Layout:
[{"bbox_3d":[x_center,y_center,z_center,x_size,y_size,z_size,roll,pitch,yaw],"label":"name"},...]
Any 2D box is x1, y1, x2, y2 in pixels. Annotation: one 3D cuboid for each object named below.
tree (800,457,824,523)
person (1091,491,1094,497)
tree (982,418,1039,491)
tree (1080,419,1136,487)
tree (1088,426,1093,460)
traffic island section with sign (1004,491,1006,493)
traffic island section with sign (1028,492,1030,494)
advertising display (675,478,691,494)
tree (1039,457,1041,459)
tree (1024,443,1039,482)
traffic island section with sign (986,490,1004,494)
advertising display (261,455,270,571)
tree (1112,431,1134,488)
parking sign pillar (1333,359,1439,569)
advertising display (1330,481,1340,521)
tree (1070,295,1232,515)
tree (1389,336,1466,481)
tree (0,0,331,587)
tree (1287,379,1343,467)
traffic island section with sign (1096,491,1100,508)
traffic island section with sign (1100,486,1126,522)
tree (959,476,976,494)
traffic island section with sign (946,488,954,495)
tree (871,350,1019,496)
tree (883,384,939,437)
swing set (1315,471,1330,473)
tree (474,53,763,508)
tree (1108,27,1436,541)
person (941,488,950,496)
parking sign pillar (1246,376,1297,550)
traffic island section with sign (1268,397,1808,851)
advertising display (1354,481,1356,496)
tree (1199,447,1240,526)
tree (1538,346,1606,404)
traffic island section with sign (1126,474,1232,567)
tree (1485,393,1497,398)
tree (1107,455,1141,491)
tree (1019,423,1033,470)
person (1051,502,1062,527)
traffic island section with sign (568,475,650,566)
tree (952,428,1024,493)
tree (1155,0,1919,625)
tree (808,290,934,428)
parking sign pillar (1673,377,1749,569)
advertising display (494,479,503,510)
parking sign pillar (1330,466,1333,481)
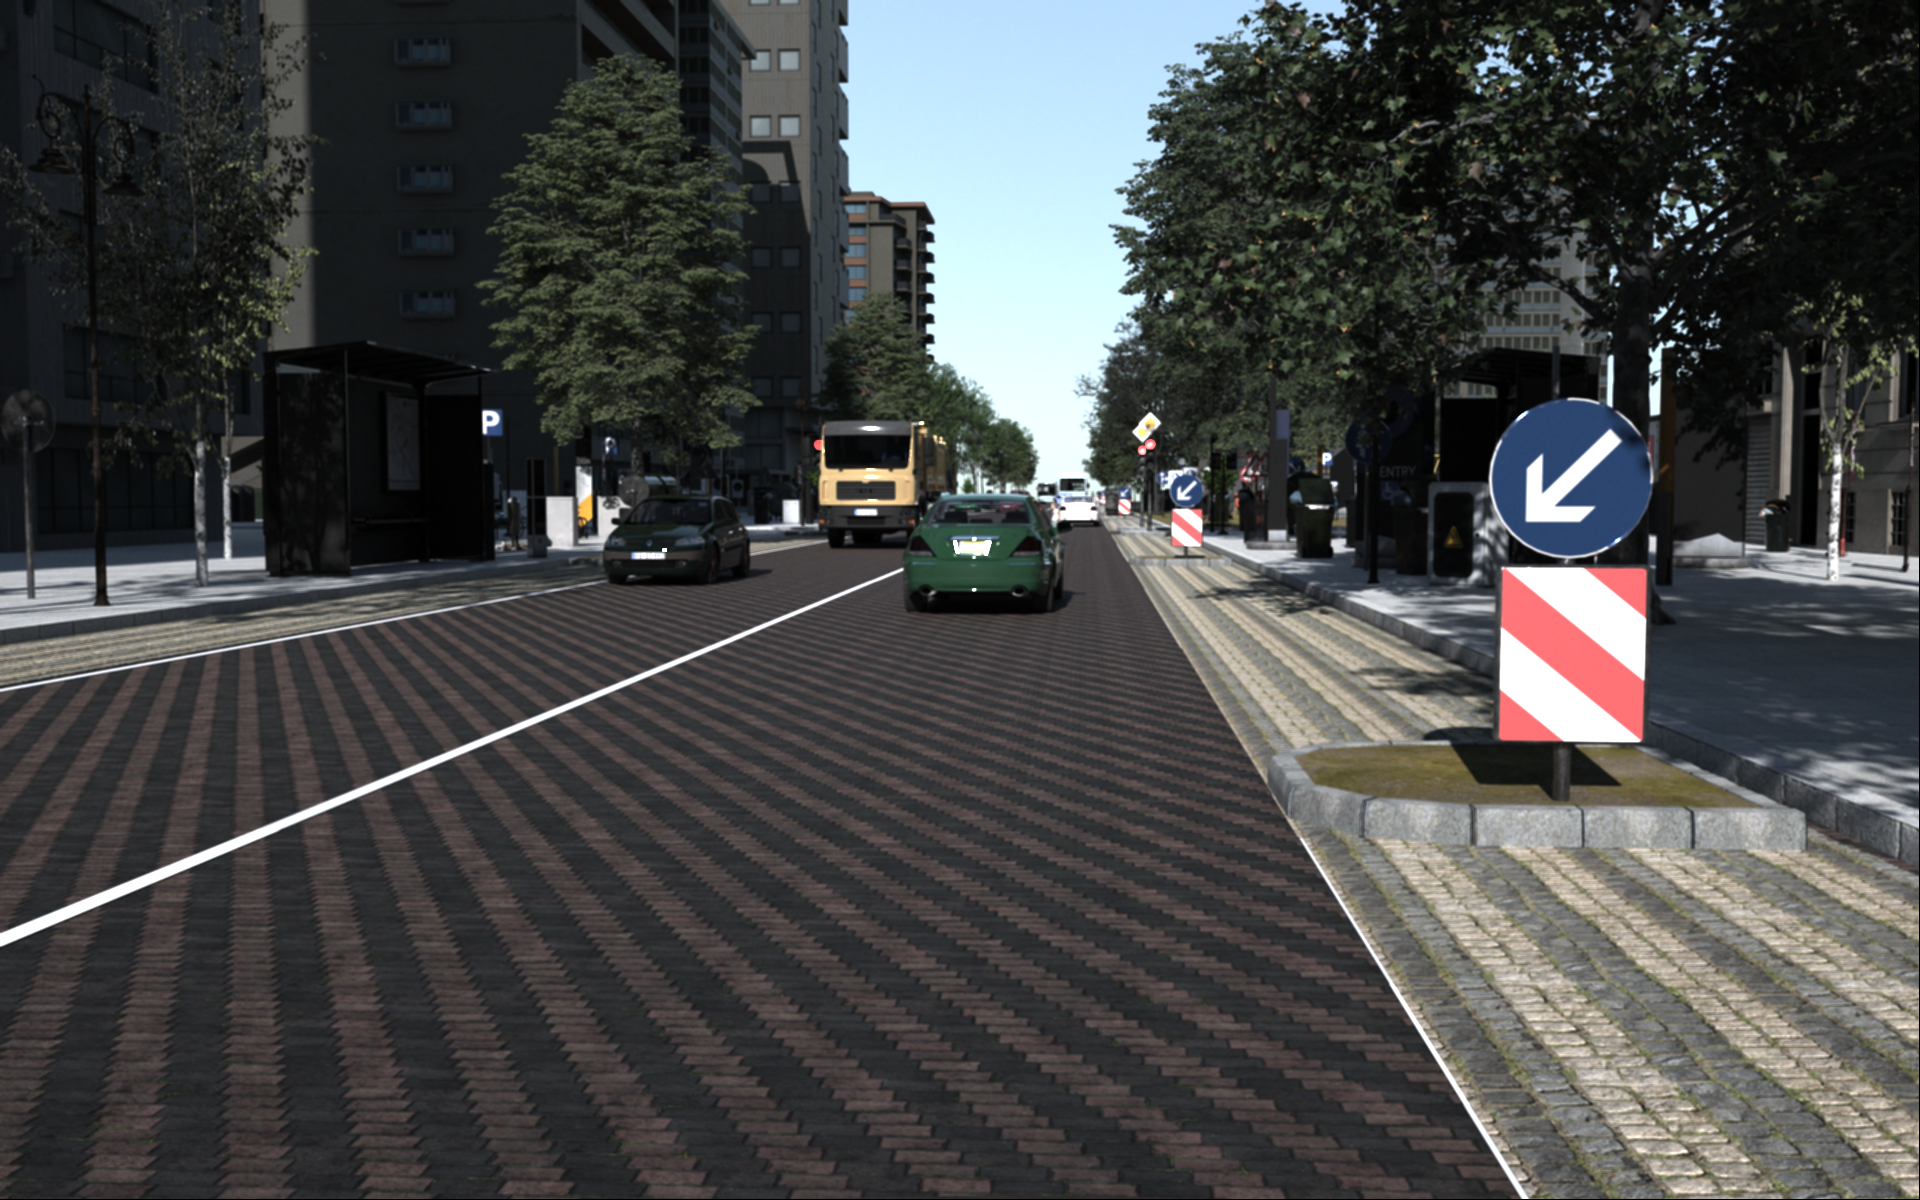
[{"bbox_3d":[-5.914,-5.019,76.668,1.663,3.219,1.824,0,3,0],"label":"tree"},{"bbox_3d":[19.237,-14.856,251.384,0.705,1.826,1.348,-1,4,-20],"label":"person"},{"bbox_3d":[7.015,-20.691,256.431,7.486,12.596,7.792,0,3,0],"label":"tree"},{"bbox_3d":[19.741,-17.922,210.031,9.611,12.733,9.660,0,3,0],"label":"tree"},{"bbox_3d":[14.293,-13.332,124.627,9.857,13.997,8.962,0,3,0],"label":"tree"},{"bbox_3d":[4.891,-11.393,194.901,1.989,1.847,2.006,0,4,4],"label":"traffic island section with sign"},{"bbox_3d":[10.888,-16.437,277.373,1.989,1.847,2.006,0,4,4],"label":"traffic island section with sign"},{"bbox_3d":[-11.551,-4.042,71.303,0.974,1.923,0.123,0,4,7],"label":"advertising display"},{"bbox_3d":[10.294,-23.512,302.543,7.486,12.596,7.792,0,3,0],"label":"tree"},{"bbox_3d":[9.408,-21.467,285.402,7.601,10.594,8.767,1,4,17],"label":"tree"},{"bbox_3d":[2.935,-9.749,168.017,1.989,1.847,2.006,0,4,4],"label":"traffic island section with sign"},{"bbox_3d":[-11.723,-1.476,29.351,0.123,1.923,0.974,-1,4,-19],"label":"advertising display"},{"bbox_3d":[17.405,-13.949,178.432,4.737,8.622,4.395,0,3,0],"label":"tree"},{"bbox_3d":[7.591,-2.553,30.217,1.447,3.967,1.447,3,5,44],"label":"parking sign pillar"},{"bbox_3d":[18.014,-4.832,84.214,0.123,1.923,0.974,-3,5,-41],"label":"advertising display"},{"bbox_3d":[11.977,-12.010,106.737,12.009,13.543,11.850,0,3,0],"label":"tree"},{"bbox_3d":[19.799,-7.717,76.527,4.360,8.622,3.978,0,3,0],"label":"tree"},{"bbox_3d":[-10.696,-4.486,23.708,4.360,8.622,3.978,0,3,0],"label":"tree"},{"bbox_3d":[21.079,-9.541,106.361,4.737,8.622,4.395,0,3,0],"label":"tree"},{"bbox_3d":[10.409,-6.645,117.277,1.989,1.847,2.006,0,4,4],"label":"traffic island section with sign"},{"bbox_3d":[8.457,-5.001,90.393,1.989,1.847,2.006,0,4,4],"label":"traffic island section with sign"},{"bbox_3d":[0.696,-10.905,172.905,1.663,3.219,1.824,0,3,0],"label":"tree"},{"bbox_3d":[-0.707,-6.670,117.674,1.989,1.847,2.006,0,4,4],"label":"traffic island section with sign"},{"bbox_3d":[-2.828,-12.203,125.272,9.928,11.665,9.643,0,3,0],"label":"tree"},{"bbox_3d":[-3.274,-9.886,112.005,4.737,8.622,4.395,0,3,0],"label":"tree"},{"bbox_3d":[24.904,-7.316,117.228,2.862,2.851,3.119,-2,4,-35],"label":"swing set"},{"bbox_3d":[-8.934,-7.790,45.487,7.486,12.596,7.792,0,3,0],"label":"tree"},{"bbox_3d":[8.653,-8.559,46.602,9.857,13.997,8.962,0,3,0],"label":"tree"},{"bbox_3d":[-0.797,-5.606,100.175,0.660,1.820,0.620,0,4,5],"label":"person"},{"bbox_3d":[7.405,-3.169,40.290,1.447,3.967,1.447,1,4,11],"label":"parking sign pillar"},{"bbox_3d":[2.465,0.043,7.923,1.989,1.847,2.006,0,4,4],"label":"traffic island section with sign"},{"bbox_3d":[20.391,-5.038,87.588,0.974,1.923,0.123,-1,4,-11],"label":"advertising display"},{"bbox_3d":[10.843,-4.749,72.252,1.663,3.219,1.824,0,3,0],"label":"tree"},{"bbox_3d":[29.449,-8.267,85.520,4.737,8.622,4.395,0,3,0],"label":"tree"},{"bbox_3d":[4.421,-1.610,34.948,1.989,1.847,2.006,0,4,4],"label":"traffic island section with sign"},{"bbox_3d":[37.152,-10.442,121.086,4.737,8.622,4.395,0,3,0],"label":"tree"},{"bbox_3d":[21.357,-16.896,226.616,4.360,8.622,3.978,0,3,0],"label":"tree"},{"bbox_3d":[-0.555,-13.845,152.124,9.928,11.665,9.643,0,3,0],"label":"tree"},{"bbox_3d":[2.723,-2.135,48.423,0.382,1.210,0.505,-2,4,-26],"label":"person"},{"bbox_3d":[-6.710,-1.623,35.165,1.989,1.847,2.006,0,4,4],"label":"traffic island section with sign"},{"bbox_3d":[2.386,-16.455,203.446,7.601,10.594,8.767,-1,4,-13],"label":"tree"},{"bbox_3d":[6.768,-6.114,16.972,9.611,12.733,9.660,0,3,0],"label":"tree"},{"bbox_3d":[-4.838,-10.929,96.811,7.486,12.596,7.792,0,3,0],"label":"tree"},{"bbox_3d":[13.033,-2.556,30.267,1.447,3.967,1.447,2,4,32],"label":"parking sign pillar"},{"bbox_3d":[-20.710,-4.371,76.675,0.974,1.923,0.123,1,4,16],"label":"advertising display"},{"bbox_3d":[20.062,-6.260,90.823,1.447,3.967,1.447,3,5,43],"label":"parking sign pillar"}]
